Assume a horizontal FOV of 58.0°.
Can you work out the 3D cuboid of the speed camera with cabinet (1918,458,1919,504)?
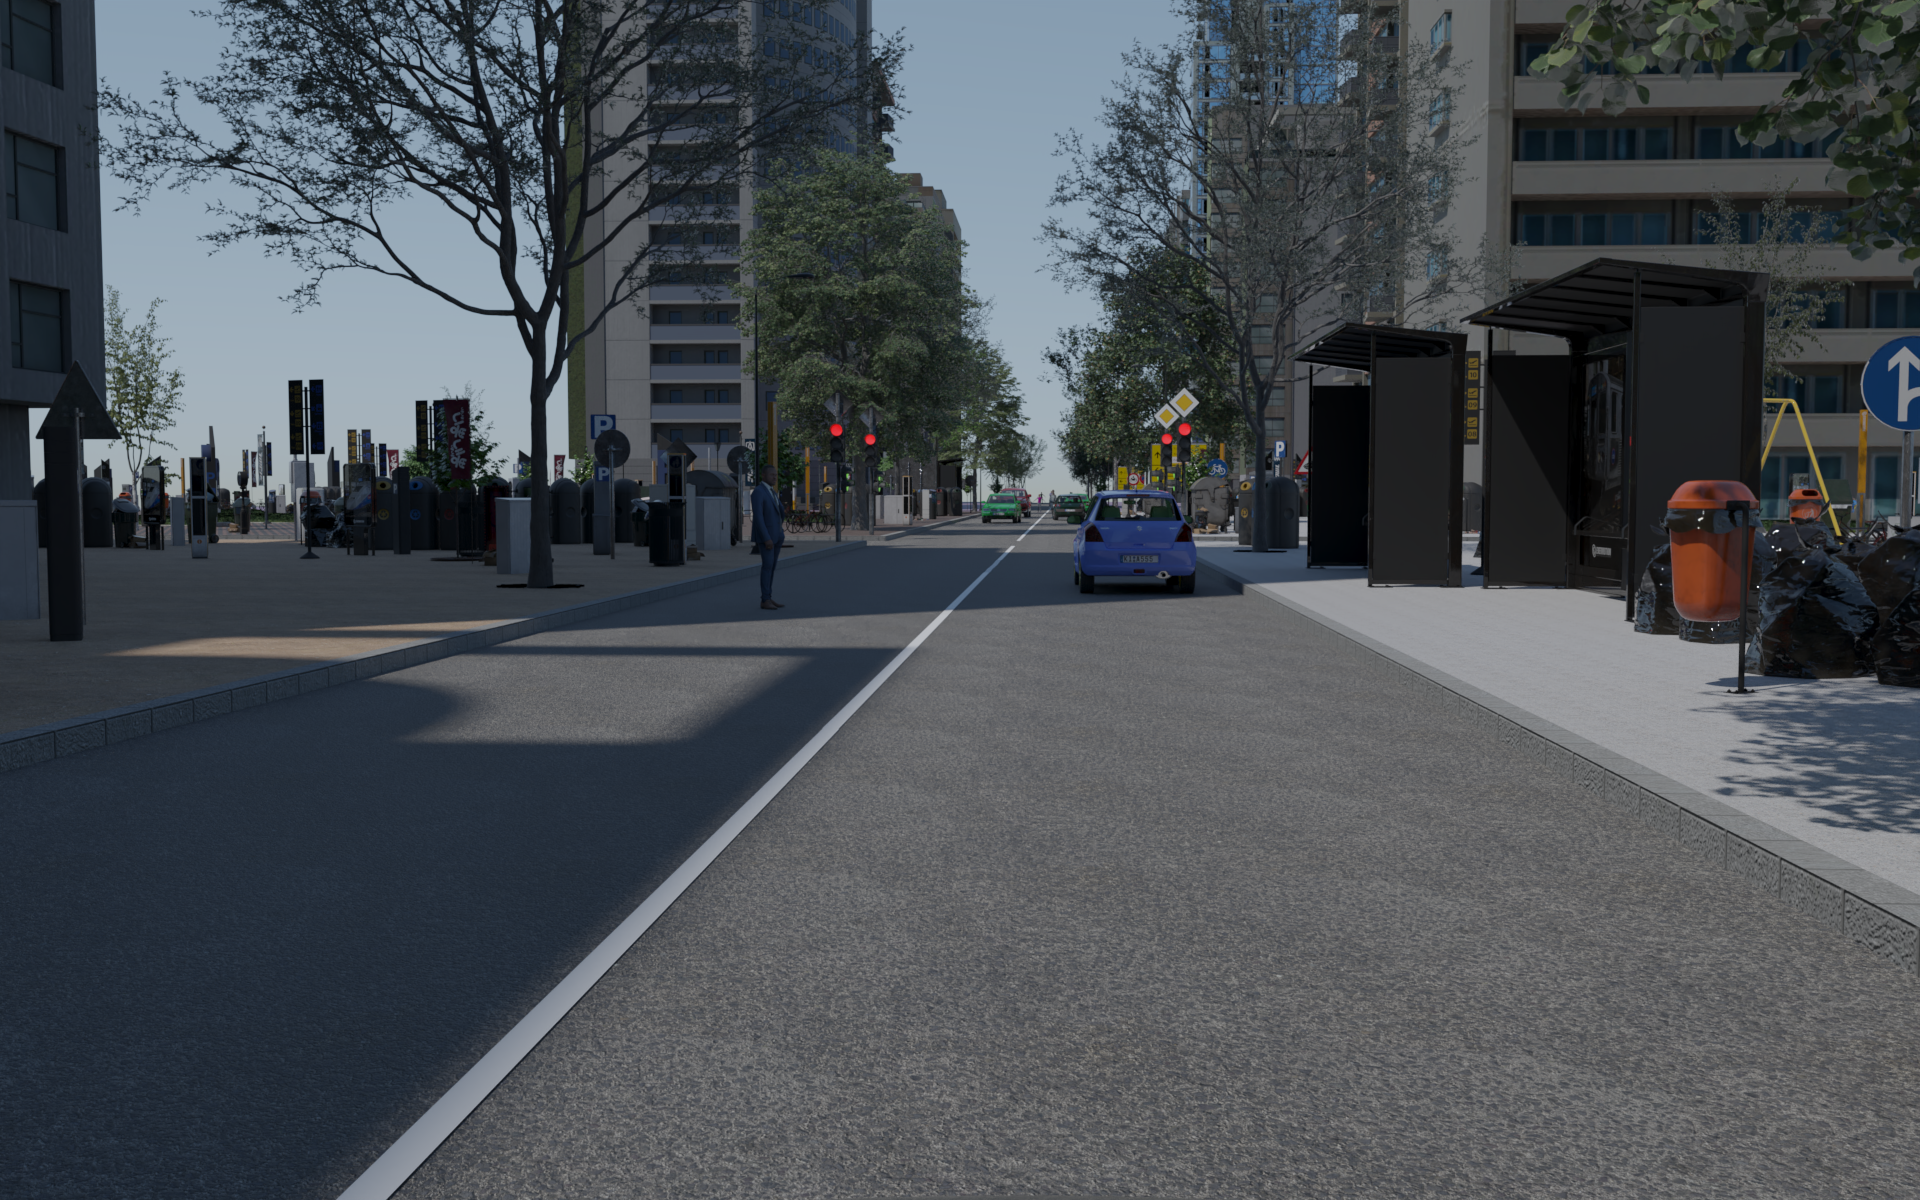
[{"bbox_3d":[23.765,-2.911,41.935,0.660,3.252,2.038,3,5,42],"label":"speed camera with cabinet"}]

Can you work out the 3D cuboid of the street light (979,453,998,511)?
[{"bbox_3d":[2.112,-9.715,131.381,1.470,5.913,1.316,0,4,3],"label":"street light"}]

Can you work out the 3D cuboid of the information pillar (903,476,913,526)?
[{"bbox_3d":[-2.134,-4.048,70.683,0.304,2.012,0.304,2,4,27],"label":"information pillar"}]

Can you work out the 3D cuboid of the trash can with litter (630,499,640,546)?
[{"bbox_3d":[-7.508,-1.882,42.153,1.055,1.170,0.624,2,4,31],"label":"trash can with litter"}]

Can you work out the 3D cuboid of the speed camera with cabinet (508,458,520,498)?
[{"bbox_3d":[-24.641,-6.155,94.971,0.660,3.252,2.038,-2,4,-35],"label":"speed camera with cabinet"}]

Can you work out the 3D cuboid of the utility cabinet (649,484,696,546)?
[{"bbox_3d":[-6.397,-1.829,38.583,1.173,1.500,0.318,3,4,37],"label":"utility cabinet"}]

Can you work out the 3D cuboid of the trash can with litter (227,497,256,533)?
[{"bbox_3d":[-24.115,-2.855,58.069,0.624,1.170,1.055,0,4,1],"label":"trash can with litter"}]

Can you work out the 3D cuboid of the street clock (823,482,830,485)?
[{"bbox_3d":[-7.973,-6.022,103.030,0.471,2.002,0.358,-3,4,-36],"label":"street clock"}]

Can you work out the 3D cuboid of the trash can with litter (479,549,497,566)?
[{"bbox_3d":[-8.079,-1.196,30.948,1.055,1.170,0.624,0,4,7],"label":"trash can with litter"}]

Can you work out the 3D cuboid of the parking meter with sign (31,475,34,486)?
[{"bbox_3d":[-37.529,-4.481,69.522,1.738,3.016,0.543,-2,4,-26],"label":"parking meter with sign"}]

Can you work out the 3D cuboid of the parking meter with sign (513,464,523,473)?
[{"bbox_3d":[-25.369,-6.370,100.408,0.543,3.016,1.738,0,4,2],"label":"parking meter with sign"}]

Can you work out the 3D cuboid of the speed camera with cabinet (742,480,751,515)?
[{"bbox_3d":[-13.413,-6.963,108.182,2.038,3.252,0.660,-3,5,-43],"label":"speed camera with cabinet"}]

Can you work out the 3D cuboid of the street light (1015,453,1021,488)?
[{"bbox_3d":[6.016,-13.711,196.710,1.470,5.913,1.316,0,4,3],"label":"street light"}]

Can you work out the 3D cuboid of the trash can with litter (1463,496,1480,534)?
[{"bbox_3d":[16.405,-2.746,55.954,1.678,1.210,2.233,-2,4,-30],"label":"trash can with litter"}]

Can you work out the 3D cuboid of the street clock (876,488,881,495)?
[{"bbox_3d":[-4.952,-6.171,105.462,0.358,2.002,0.471,1,4,20],"label":"street clock"}]

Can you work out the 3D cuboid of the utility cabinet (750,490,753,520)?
[{"bbox_3d":[-9.632,-4.604,83.951,0.318,1.500,1.173,3,5,40],"label":"utility cabinet"}]

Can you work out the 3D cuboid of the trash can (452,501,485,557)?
[{"bbox_3d":[-9.873,-1.428,35.007,0.748,1.137,0.748,0,3,0],"label":"trash can"}]

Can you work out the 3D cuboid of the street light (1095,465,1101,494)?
[{"bbox_3d":[11.450,-10.221,139.651,1.470,5.913,1.316,0,4,3],"label":"street light"}]

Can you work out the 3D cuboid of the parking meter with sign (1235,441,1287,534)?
[{"bbox_3d":[9.750,-3.667,56.224,1.738,3.016,0.543,-2,4,-28],"label":"parking meter with sign"}]

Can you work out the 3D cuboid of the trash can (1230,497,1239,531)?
[{"bbox_3d":[9.375,-2.798,57.402,0.748,1.137,0.748,0,3,0],"label":"trash can"}]

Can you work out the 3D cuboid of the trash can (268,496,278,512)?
[{"bbox_3d":[-42.746,-5.862,107.491,0.748,1.137,0.748,0,3,0],"label":"trash can"}]

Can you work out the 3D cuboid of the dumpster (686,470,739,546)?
[{"bbox_3d":[-6.143,-2.217,42.012,1.264,1.857,1.865,0,4,3],"label":"dumpster"}]

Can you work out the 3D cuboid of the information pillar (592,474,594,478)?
[{"bbox_3d":[-13.170,-3.580,63.020,0.304,2.012,0.304,1,4,21],"label":"information pillar"}]

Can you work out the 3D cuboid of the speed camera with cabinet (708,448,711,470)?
[{"bbox_3d":[-11.358,-4.874,74.028,2.038,3.252,0.660,2,4,30],"label":"speed camera with cabinet"}]

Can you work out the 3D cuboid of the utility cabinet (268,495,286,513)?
[{"bbox_3d":[-43.712,-6.098,110.869,1.020,1.237,0.306,-1,4,-12],"label":"utility cabinet"}]

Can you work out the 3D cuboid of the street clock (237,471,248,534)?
[{"bbox_3d":[-22.765,-3.085,55.007,0.358,2.002,0.471,-3,4,-37],"label":"street clock"}]

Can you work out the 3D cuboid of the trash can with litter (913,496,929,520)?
[{"bbox_3d":[-2.327,-4.532,85.153,1.678,1.210,2.233,-1,4,-17],"label":"trash can with litter"}]

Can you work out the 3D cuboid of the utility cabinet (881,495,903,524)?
[{"bbox_3d":[-2.761,-3.884,74.661,1.020,1.237,0.306,2,4,24],"label":"utility cabinet"}]

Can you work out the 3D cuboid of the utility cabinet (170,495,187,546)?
[{"bbox_3d":[-19.543,-1.964,43.270,0.306,1.237,1.020,-2,4,-27],"label":"utility cabinet"}]

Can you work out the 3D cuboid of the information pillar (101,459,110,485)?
[{"bbox_3d":[-56.844,-7.575,115.202,0.504,3.616,0.183,-3,5,-43],"label":"information pillar"}]

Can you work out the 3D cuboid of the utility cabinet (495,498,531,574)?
[{"bbox_3d":[-7.124,-1.043,28.217,0.306,1.237,1.020,1,4,23],"label":"utility cabinet"}]

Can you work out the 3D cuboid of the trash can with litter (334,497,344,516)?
[{"bbox_3d":[-23.747,-3.364,66.393,0.624,1.170,1.055,0,4,6],"label":"trash can with litter"}]

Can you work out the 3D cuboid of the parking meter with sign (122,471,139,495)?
[{"bbox_3d":[-63.997,-8.371,133.134,1.738,3.016,0.543,1,4,15],"label":"parking meter with sign"}]

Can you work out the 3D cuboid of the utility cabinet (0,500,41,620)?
[{"bbox_3d":[-9.946,-0.394,17.603,1.020,1.237,0.306,-2,4,-31],"label":"utility cabinet"}]

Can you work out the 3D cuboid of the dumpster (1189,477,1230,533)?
[{"bbox_3d":[8.384,-3.199,58.054,1.264,1.857,1.865,0,4,3],"label":"dumpster"}]

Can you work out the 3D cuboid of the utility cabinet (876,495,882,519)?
[{"bbox_3d":[-4.206,-4.853,90.511,0.306,1.237,1.020,0,4,8],"label":"utility cabinet"}]

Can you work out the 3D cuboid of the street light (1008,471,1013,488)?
[{"bbox_3d":[4.057,-11.715,164.087,1.470,5.913,1.316,0,4,3],"label":"street light"}]

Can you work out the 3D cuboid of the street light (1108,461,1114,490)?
[{"bbox_3d":[8.806,-7.547,95.935,1.470,5.913,1.316,0,4,3],"label":"street light"}]

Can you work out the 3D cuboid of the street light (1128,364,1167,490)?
[{"bbox_3d":[6.832,-5.479,62.126,1.470,5.913,1.316,0,4,3],"label":"street light"}]

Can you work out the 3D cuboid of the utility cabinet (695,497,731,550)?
[{"bbox_3d":[-5.690,-1.755,39.851,0.306,1.237,1.020,2,4,29],"label":"utility cabinet"}]

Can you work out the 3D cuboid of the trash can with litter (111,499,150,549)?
[{"bbox_3d":[-19.620,-1.817,41.095,1.055,1.170,0.624,2,4,31],"label":"trash can with litter"}]

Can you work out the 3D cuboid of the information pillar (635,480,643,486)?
[{"bbox_3d":[-16.692,-5.235,90.092,0.304,2.012,0.304,-3,5,-41],"label":"information pillar"}]

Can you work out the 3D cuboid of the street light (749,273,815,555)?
[{"bbox_3d":[-3.752,-3.915,36.552,1.470,5.913,1.316,0,4,3],"label":"street light"}]

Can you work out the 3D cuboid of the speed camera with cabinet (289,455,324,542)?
[{"bbox_3d":[-17.804,-3.234,47.213,0.660,3.252,2.038,-2,4,-29],"label":"speed camera with cabinet"}]

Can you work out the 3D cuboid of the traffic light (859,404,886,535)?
[{"bbox_3d":[-2.762,-4.000,54.328,0.839,4.253,0.868,0,4,3],"label":"traffic light"}]

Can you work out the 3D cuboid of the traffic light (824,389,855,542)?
[{"bbox_3d":[-3.245,-3.513,46.358,0.839,4.253,0.868,0,4,3],"label":"traffic light"}]

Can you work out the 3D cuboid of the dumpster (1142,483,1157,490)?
[{"bbox_3d":[9.666,-4.909,86.021,1.264,1.857,1.865,0,4,3],"label":"dumpster"}]

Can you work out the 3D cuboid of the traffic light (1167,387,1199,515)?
[{"bbox_3d":[5.900,-3.480,45.821,0.839,4.253,0.868,0,4,3],"label":"traffic light"}]

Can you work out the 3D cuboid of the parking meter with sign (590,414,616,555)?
[{"bbox_3d":[-7.658,-2.501,37.150,0.543,3.016,1.738,-1,4,-10],"label":"parking meter with sign"}]

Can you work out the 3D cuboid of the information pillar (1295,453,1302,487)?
[{"bbox_3d":[19.311,-6.579,98.919,0.504,3.616,0.183,-3,5,-41],"label":"information pillar"}]

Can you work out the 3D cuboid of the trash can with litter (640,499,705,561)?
[{"bbox_3d":[-5.498,-1.347,33.411,1.055,1.170,0.624,-3,5,-41],"label":"trash can with litter"}]

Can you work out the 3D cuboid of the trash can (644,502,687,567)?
[{"bbox_3d":[-5.216,-1.167,30.742,0.748,1.137,0.748,0,3,0],"label":"trash can"}]

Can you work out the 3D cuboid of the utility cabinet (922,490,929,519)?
[{"bbox_3d":[-1.561,-4.908,88.929,0.318,1.500,1.173,-1,4,-23],"label":"utility cabinet"}]

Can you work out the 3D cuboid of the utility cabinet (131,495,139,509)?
[{"bbox_3d":[-59.598,-6.951,124.812,0.306,1.237,1.020,0,4,4],"label":"utility cabinet"}]

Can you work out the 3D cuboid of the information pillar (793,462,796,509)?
[{"bbox_3d":[-9.954,-6.900,104.172,0.183,3.616,0.504,1,4,10],"label":"information pillar"}]

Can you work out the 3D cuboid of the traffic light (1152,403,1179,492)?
[{"bbox_3d":[6.384,-3.968,53.791,0.839,4.253,0.868,0,4,3],"label":"traffic light"}]
